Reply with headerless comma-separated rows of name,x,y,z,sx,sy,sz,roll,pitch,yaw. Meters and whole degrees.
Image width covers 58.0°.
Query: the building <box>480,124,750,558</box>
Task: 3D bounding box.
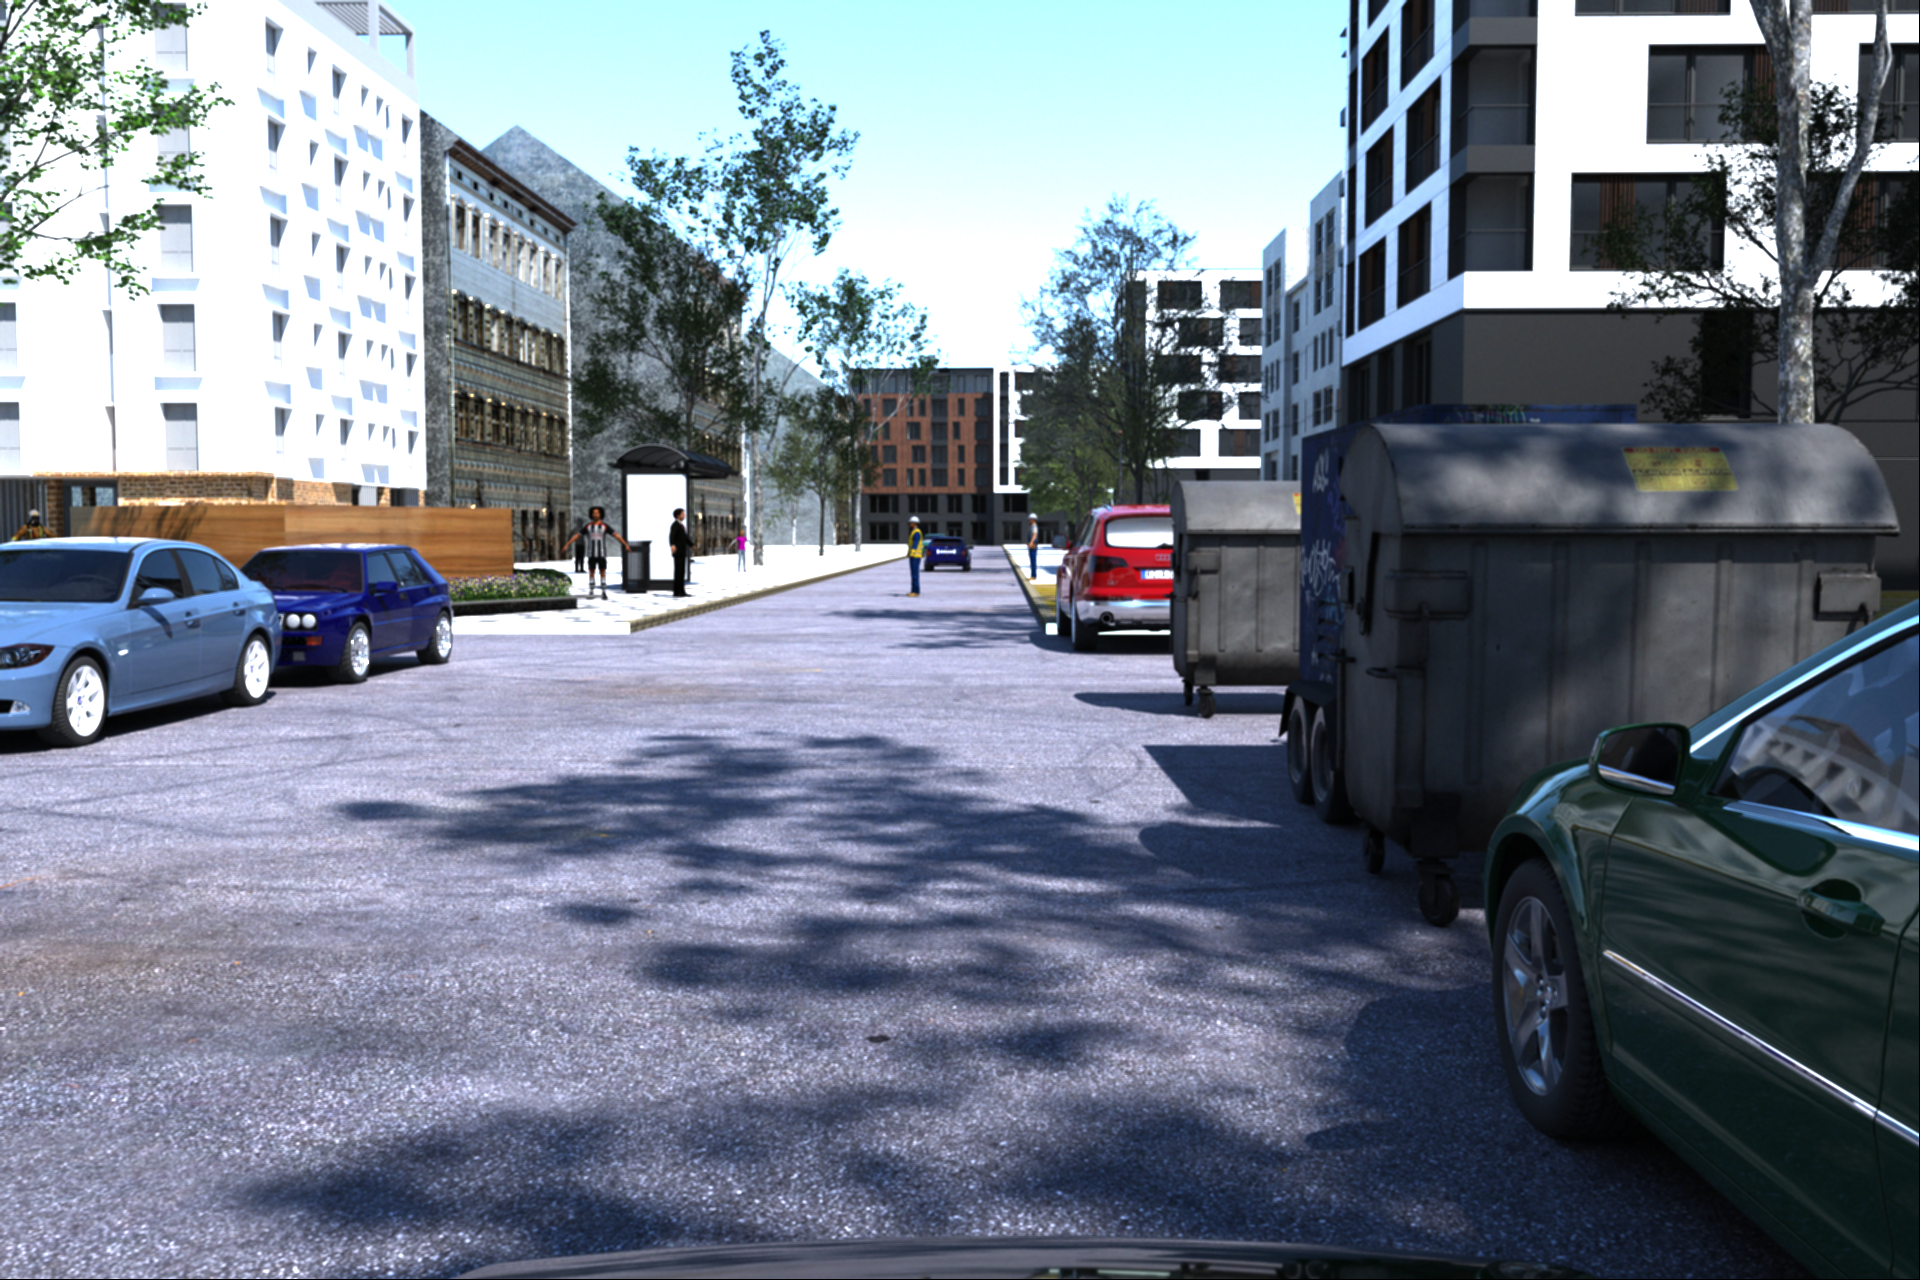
building,-23.461,-16.606,102.443,19.493,23.208,18.063,0,4,2

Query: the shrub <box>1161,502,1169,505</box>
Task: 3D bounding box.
shrub,4.513,-2.002,36.773,1.661,2.075,1.752,0,3,0

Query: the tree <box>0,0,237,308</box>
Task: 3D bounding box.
tree,-13.034,-5.840,21.235,9.928,11.665,9.643,0,3,0

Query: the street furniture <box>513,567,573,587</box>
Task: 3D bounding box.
street furniture,-12.423,-1.493,40.032,5.734,0.657,10.072,0,4,5

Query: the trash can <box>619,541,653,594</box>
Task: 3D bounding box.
trash can,-7.018,-1.581,37.505,0.748,1.137,0.748,0,3,0

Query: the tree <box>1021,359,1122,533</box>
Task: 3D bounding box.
tree,7.309,-11.754,110.305,7.486,12.596,7.792,0,3,0

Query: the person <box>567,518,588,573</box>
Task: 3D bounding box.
person,-12.500,-3.114,57.039,1.348,1.813,0.705,2,4,33

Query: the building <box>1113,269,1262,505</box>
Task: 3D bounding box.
building,27.041,-18.704,149.788,27.936,21.610,32.646,0,4,1

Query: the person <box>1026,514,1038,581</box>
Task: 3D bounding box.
person,1.988,-2.572,47.906,0.705,1.847,1.347,0,3,0

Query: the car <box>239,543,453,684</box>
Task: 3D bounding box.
car,-6.563,-0.319,17.798,1.945,1.354,3.894,0,4,2

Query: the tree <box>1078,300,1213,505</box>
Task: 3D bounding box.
tree,6.420,-6.333,53.914,4.360,8.622,3.978,0,3,0

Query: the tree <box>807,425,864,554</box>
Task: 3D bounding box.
tree,-8.066,-9.844,111.310,4.360,8.622,3.978,0,3,0

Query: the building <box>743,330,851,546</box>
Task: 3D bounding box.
building,-22.466,-22.303,195.578,19.493,23.208,18.063,0,4,1

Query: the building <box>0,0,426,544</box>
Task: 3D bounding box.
building,-25.277,-11.932,51.516,16.016,20.090,11.380,0,4,2

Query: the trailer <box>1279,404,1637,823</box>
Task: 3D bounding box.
trailer,2.502,-0.156,9.598,1.471,1.999,3.904,0,4,0

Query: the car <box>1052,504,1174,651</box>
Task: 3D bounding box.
car,2.381,-0.863,22.783,2.281,1.827,5.304,0,4,0

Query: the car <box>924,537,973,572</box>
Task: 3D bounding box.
car,-0.462,-3.332,67.053,1.945,1.354,3.894,0,4,2

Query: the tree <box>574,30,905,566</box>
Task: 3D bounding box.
tree,-8.618,-12.963,67.829,12.611,20.169,13.585,0,3,0

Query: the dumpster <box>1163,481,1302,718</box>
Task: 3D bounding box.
dumpster,2.619,-0.350,13.946,1.865,1.857,1.264,0,4,0

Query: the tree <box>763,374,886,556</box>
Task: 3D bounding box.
tree,-7.715,-10.128,100.012,7.601,10.594,8.767,-2,4,-29

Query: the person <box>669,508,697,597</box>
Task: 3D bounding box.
person,-5.678,-1.777,35.243,0.705,1.806,1.347,1,4,10

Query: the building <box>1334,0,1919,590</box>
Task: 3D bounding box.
building,25.718,-12.905,54.966,27.936,21.610,32.646,0,4,1

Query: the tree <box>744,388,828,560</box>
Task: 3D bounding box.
tree,-8.245,-8.348,86.844,4.360,8.622,3.978,0,3,0

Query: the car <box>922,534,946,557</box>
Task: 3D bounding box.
car,-1.544,-5.849,107.421,2.131,1.459,4.920,0,4,2

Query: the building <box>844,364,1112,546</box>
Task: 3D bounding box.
building,2.828,-22.935,221.419,32.646,21.610,27.936,0,4,4

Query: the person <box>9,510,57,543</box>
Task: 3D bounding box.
person,-21.775,-2.142,40.793,0.705,1.858,1.354,3,5,40

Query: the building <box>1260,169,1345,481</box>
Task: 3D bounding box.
building,26.942,-13.821,92.435,16.747,18.905,31.486,0,4,1

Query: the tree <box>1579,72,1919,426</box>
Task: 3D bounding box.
tree,16.636,-6.045,33.245,8.767,10.594,7.601,-1,4,-23

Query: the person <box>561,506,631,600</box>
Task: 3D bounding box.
person,-7.123,-1.702,33.979,1.345,1.843,0.704,0,4,-5

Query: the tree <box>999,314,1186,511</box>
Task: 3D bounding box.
tree,7.245,-11.408,96.883,12.009,13.543,11.850,0,3,0

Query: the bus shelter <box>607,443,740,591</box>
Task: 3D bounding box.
bus shelter,-6.730,-2.905,41.419,2.014,3.302,5.546,0,4,3

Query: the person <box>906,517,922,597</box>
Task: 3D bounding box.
person,-1.075,-1.921,39.834,0.705,1.833,1.349,0,4,-5

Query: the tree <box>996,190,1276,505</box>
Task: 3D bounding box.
tree,6.381,-9.272,61.965,12.009,13.543,11.850,0,3,0

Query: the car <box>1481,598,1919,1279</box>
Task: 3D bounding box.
car,2.280,0.555,2.732,2.131,1.459,4.920,0,3,0

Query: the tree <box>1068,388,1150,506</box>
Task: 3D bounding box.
tree,6.899,-8.173,83.984,4.360,8.622,3.978,0,3,0

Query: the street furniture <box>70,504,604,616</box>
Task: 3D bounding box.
street furniture,-10.751,-1.249,27.269,11.010,1.723,9.812,2,4,26

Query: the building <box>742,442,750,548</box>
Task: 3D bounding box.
building,-24.050,-13.399,161.227,9.099,9.664,28.070,0,4,0

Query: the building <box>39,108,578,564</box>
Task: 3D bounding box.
building,-28.477,-14.946,75.299,19.493,23.208,18.063,0,4,2

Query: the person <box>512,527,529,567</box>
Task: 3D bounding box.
person,-15.514,-3.257,59.527,1.348,1.796,0.705,-1,4,-15

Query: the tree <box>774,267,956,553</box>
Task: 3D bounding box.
tree,-6.644,-16.236,121.354,12.611,20.169,13.585,0,3,0

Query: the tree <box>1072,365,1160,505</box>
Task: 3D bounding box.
tree,7.133,-7.635,75.195,4.360,8.622,3.978,0,3,0

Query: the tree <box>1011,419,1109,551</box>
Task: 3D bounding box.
tree,7.553,-12.979,130.332,7.486,12.596,7.792,0,3,0

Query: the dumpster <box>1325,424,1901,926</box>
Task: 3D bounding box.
dumpster,2.454,0.087,6.786,1.865,1.857,1.264,0,4,1

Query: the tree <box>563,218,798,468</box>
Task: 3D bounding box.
tree,-8.653,-7.205,52.215,8.767,10.594,7.601,2,4,35

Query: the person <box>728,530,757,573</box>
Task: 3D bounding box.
person,-7.259,-2.967,57.774,0.991,1.433,0.599,-2,4,-24

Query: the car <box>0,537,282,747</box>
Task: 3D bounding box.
car,-6.739,-0.072,13.183,2.014,1.417,4.499,0,4,1

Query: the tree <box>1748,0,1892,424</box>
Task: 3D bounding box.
tree,7.749,-9.928,18.213,12.611,20.169,13.585,0,3,0

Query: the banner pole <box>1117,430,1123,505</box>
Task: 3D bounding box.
banner pole,3.852,-3.158,41.646,0.401,3.779,0.863,0,4,2
